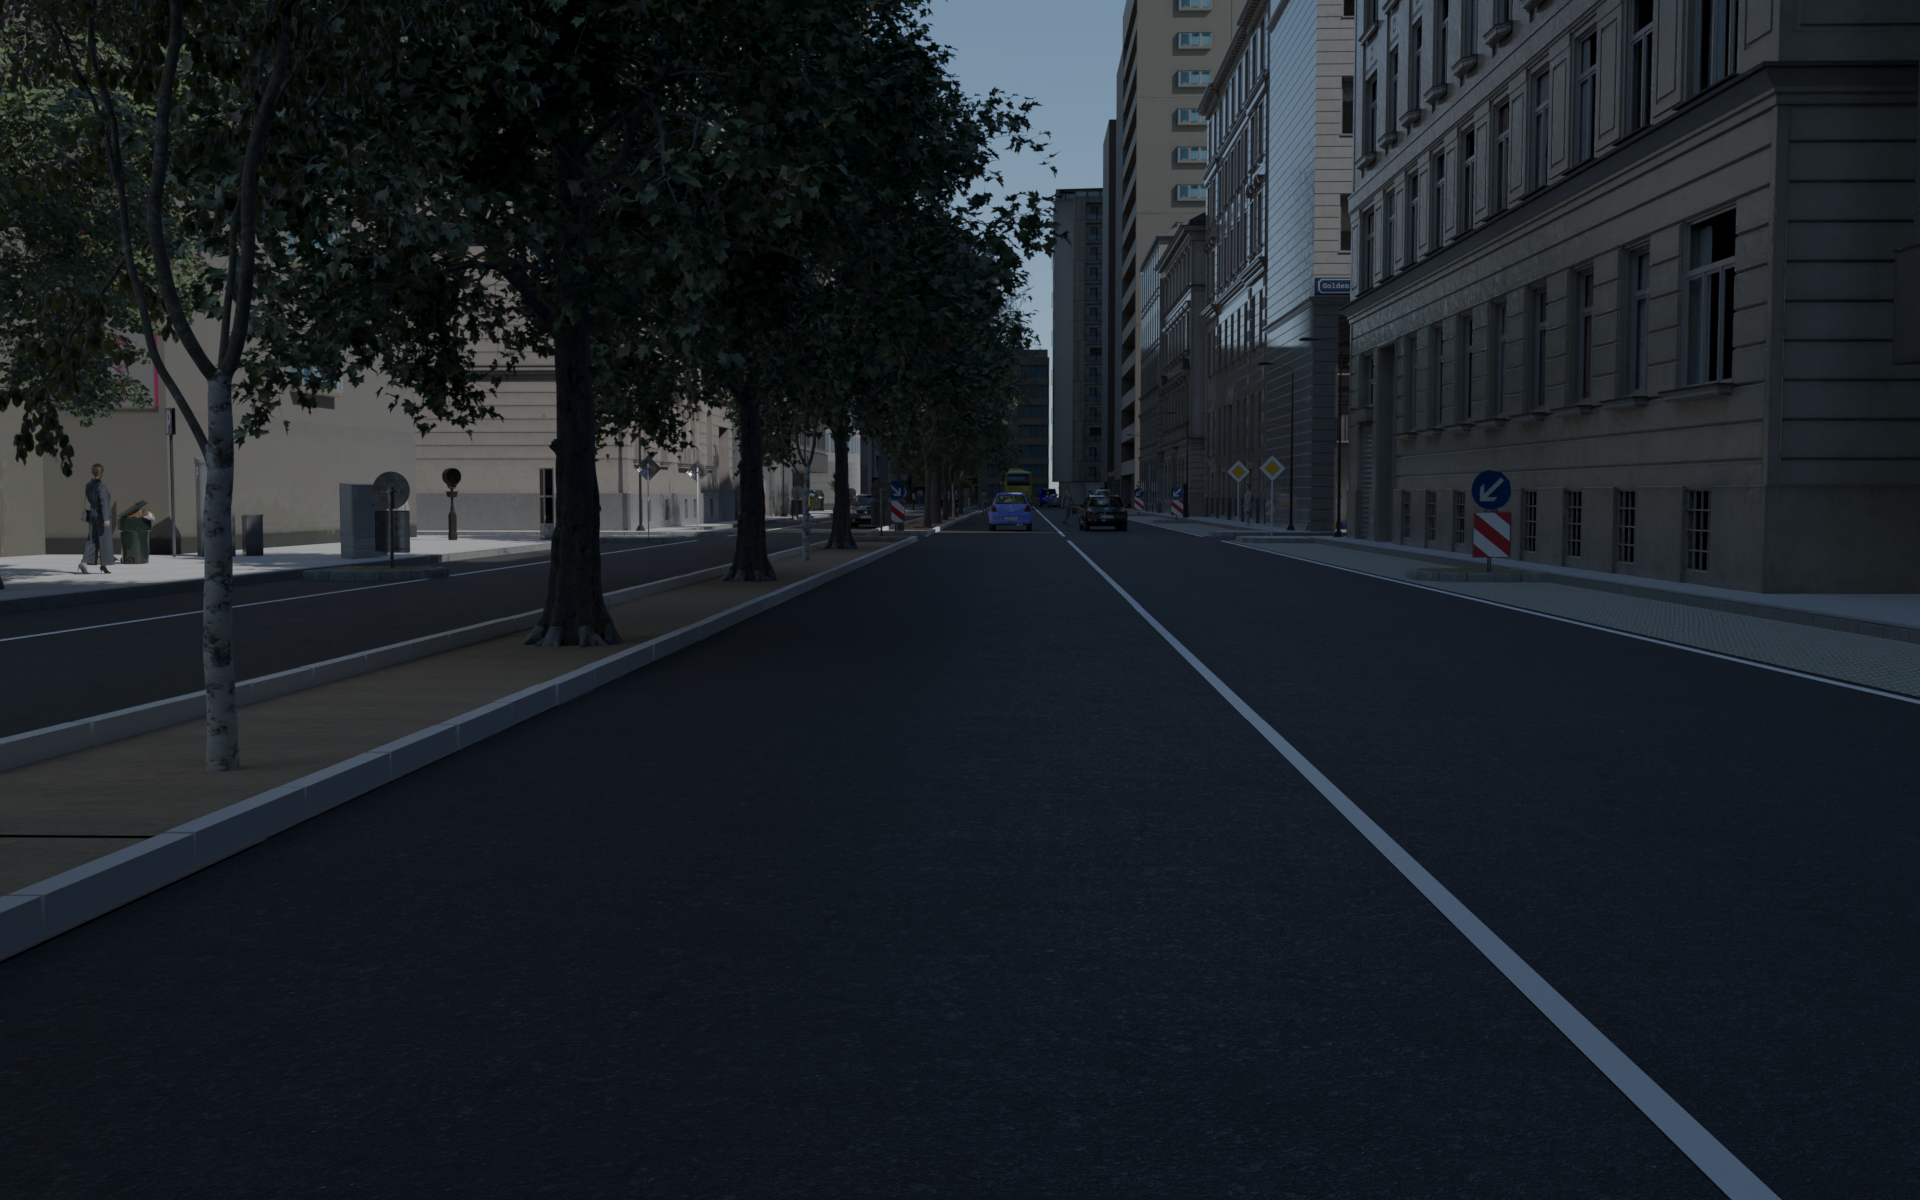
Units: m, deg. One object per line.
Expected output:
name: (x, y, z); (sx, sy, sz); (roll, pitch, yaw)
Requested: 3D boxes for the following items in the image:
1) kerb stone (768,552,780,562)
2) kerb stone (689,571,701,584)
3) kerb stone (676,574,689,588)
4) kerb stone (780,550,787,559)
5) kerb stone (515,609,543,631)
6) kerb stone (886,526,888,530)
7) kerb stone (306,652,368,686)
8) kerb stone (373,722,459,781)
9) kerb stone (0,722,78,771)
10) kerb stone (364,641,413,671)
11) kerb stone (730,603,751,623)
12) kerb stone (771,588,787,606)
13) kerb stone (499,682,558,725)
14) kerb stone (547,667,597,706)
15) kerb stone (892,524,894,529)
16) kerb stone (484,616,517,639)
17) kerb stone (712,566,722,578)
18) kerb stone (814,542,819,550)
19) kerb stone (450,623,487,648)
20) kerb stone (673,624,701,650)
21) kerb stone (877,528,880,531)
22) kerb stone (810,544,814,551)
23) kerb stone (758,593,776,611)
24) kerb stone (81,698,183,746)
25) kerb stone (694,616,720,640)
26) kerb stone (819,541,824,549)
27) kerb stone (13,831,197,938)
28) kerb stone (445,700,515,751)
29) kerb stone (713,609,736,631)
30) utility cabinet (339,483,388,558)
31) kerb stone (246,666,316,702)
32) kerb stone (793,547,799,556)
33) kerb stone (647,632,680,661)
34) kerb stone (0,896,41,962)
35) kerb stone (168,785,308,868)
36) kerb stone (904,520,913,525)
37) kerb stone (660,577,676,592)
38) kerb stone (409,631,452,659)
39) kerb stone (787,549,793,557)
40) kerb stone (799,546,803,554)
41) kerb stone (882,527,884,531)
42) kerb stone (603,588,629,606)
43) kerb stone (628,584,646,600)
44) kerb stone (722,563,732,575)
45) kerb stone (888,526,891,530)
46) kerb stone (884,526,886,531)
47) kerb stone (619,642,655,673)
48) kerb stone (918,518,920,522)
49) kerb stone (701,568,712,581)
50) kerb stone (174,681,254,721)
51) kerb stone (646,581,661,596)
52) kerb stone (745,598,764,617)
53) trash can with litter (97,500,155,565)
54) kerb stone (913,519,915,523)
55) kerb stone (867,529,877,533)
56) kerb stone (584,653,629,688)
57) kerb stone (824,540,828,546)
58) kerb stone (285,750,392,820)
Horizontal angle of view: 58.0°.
kerb stone: (-4.008, -0.892, 36.885); (0.120, 0.150, 1.000); (0, 4, 2)
kerb stone: (-4.334, -0.328, 27.663); (0.120, 0.150, 1.000); (0, 4, 2)
kerb stone: (-4.367, -0.272, 26.641); (0.120, 0.150, 1.000); (0, 4, 2)
kerb stone: (-3.977, -0.961, 37.908); (0.120, 0.150, 1.000); (0, 4, 2)
kerb stone: (-4.647, 0.231, 18.447); (0.120, 0.150, 1.000); (0, 4, 2)
kerb stone: (-2.968, -2.744, 67.148); (0.120, 0.150, 1.000); (0, 4, 2)
kerb stone: (-4.826, 0.544, 13.338); (0.120, 0.150, 1.000); (0, 4, 2)
kerb stone: (-2.874, 0.799, 9.127); (0.120, 0.150, 1.000); (0, 4, 2)
kerb stone: (-4.968, 0.792, 9.246); (0.120, 0.150, 1.000); (0, 4, 2)
kerb stone: (-4.790, 0.479, 14.359); (0.120, 0.150, 1.000); (0, 4, 2)
kerb stone: (-2.516, 0.171, 19.422); (0.120, 0.150, 1.000); (0, 4, 2)
kerb stone: (-2.408, -0.015, 22.494); (0.120, 0.150, 1.000); (0, 4, 2)
kerb stone: (-2.805, 0.673, 11.184); (0.120, 0.150, 1.000); (0, 4, 2)
kerb stone: (-2.759, 0.612, 12.212); (0.120, 0.150, 1.000); (0, 4, 2)
kerb stone: (-2.859, -2.937, 70.221); (0.120, 0.150, 1.000); (0, 4, 2)
kerb stone: (-4.691, 0.292, 17.424); (0.120, 0.150, 1.000); (0, 4, 2)
kerb stone: (-4.266, -0.460, 29.713); (0.120, 0.150, 1.000); (0, 4, 2)
kerb stone: (-3.771, -1.327, 44.040); (0.120, 0.150, 1.000); (0, 4, 2)
kerb stone: (-4.720, 0.354, 16.402); (0.120, 0.150, 1.000); (0, 4, 2)
kerb stone: (-2.621, 0.361, 16.337); (0.120, 0.150, 1.000); (0, 4, 2)
kerb stone: (-3.112, -2.499, 63.049); (0.120, 0.150, 1.000); (0, 4, 2)
kerb stone: (-3.804, -1.274, 43.018); (0.120, 0.150, 1.000); (0, 4, 2)
kerb stone: (-2.446, 0.044, 21.472); (0.120, 0.150, 1.000); (0, 4, 2)
kerb stone: (-4.926, 0.730, 10.272); (0.120, 0.150, 1.000); (0, 4, 2)
kerb stone: (-2.581, 0.300, 17.372); (0.120, 0.150, 1.000); (0, 4, 2)
kerb stone: (-3.724, -1.396, 45.061); (0.120, 0.150, 1.000); (0, 4, 2)
kerb stone: (-2.976, 0.989, 6.056); (0.120, 0.150, 1.000); (0, 4, 2)
kerb stone: (-2.833, 0.737, 10.153); (0.120, 0.150, 1.000); (0, 4, 2)
kerb stone: (-2.553, 0.235, 18.393); (0.120, 0.150, 1.000); (0, 4, 2)
utility cabinet: (-11.981, -1.600, 34.842); (0.318, 1.500, 1.173); (1, 4, 15)
kerb stone: (-4.863, 0.610, 12.317); (0.120, 0.150, 1.000); (0, 4, 2)
kerb stone: (-3.903, -1.086, 39.950); (0.120, 0.150, 1.000); (0, 4, 2)
kerb stone: (-2.654, 0.422, 15.302); (0.120, 0.150, 1.000); (0, 4, 2)
kerb stone: (-3.008, 1.050, 5.031); (0.120, 0.150, 1.000); (0, 4, 2)
kerb stone: (-2.944, 0.924, 7.081); (0.120, 0.150, 1.000); (0, 4, 2)
kerb stone: (-2.439, -3.686, 82.531); (0.120, 0.150, 1.000); (0, 4, 2)
kerb stone: (-4.400, -0.209, 25.620); (0.120, 0.150, 1.000); (0, 4, 2)
kerb stone: (-4.758, 0.417, 15.381); (0.120, 0.150, 1.000); (0, 4, 2)
kerb stone: (-3.944, -1.022, 38.929); (0.120, 0.150, 1.000); (0, 4, 2)
kerb stone: (-3.876, -1.147, 40.972); (0.120, 0.150, 1.000); (0, 4, 2)
kerb stone: (-3.034, -2.624, 65.093); (0.120, 0.150, 1.000); (0, 4, 2)
kerb stone: (-4.508, -0.021, 22.537); (0.120, 0.150, 1.000); (0, 4, 2)
kerb stone: (-4.478, -0.084, 23.566); (0.120, 0.150, 1.000); (0, 4, 2)
kerb stone: (-4.220, -0.523, 30.744); (0.120, 0.150, 1.000); (0, 4, 2)
kerb stone: (-2.926, -2.812, 68.174); (0.120, 0.150, 1.000); (0, 4, 2)
kerb stone: (-3.003, -2.676, 66.116); (0.120, 0.150, 1.000); (0, 4, 2)
kerb stone: (-2.698, 0.486, 14.272); (0.120, 0.150, 1.000); (0, 4, 2)
kerb stone: (-2.259, -3.998, 87.646); (0.120, 0.150, 1.000); (0, 4, 2)
kerb stone: (-4.301, -0.397, 28.684); (0.120, 0.150, 1.000); (0, 4, 2)
kerb stone: (-4.902, 0.671, 11.296); (0.120, 0.150, 1.000); (0, 4, 2)
kerb stone: (-4.439, -0.145, 24.594); (0.120, 0.150, 1.000); (0, 4, 2)
kerb stone: (-2.481, 0.107, 20.449); (0.120, 0.150, 1.000); (0, 4, 2)
trash can with litter: (-15.310, -1.237, 31.616); (1.055, 1.170, 0.624); (-3, 5, -40)
kerb stone: (-2.394, -3.753, 83.556); (0.120, 0.150, 1.000); (0, 4, 2)
kerb stone: (-3.147, -2.436, 62.027); (0.120, 0.150, 1.000); (0, 4, 2)
kerb stone: (-2.727, 0.548, 13.238); (0.120, 0.150, 1.000); (0, 4, 2)
kerb stone: (-3.692, -1.461, 46.101); (0.120, 0.150, 1.000); (0, 4, 2)
kerb stone: (-2.910, 0.864, 8.102); (0.120, 0.150, 1.000); (0, 4, 2)
